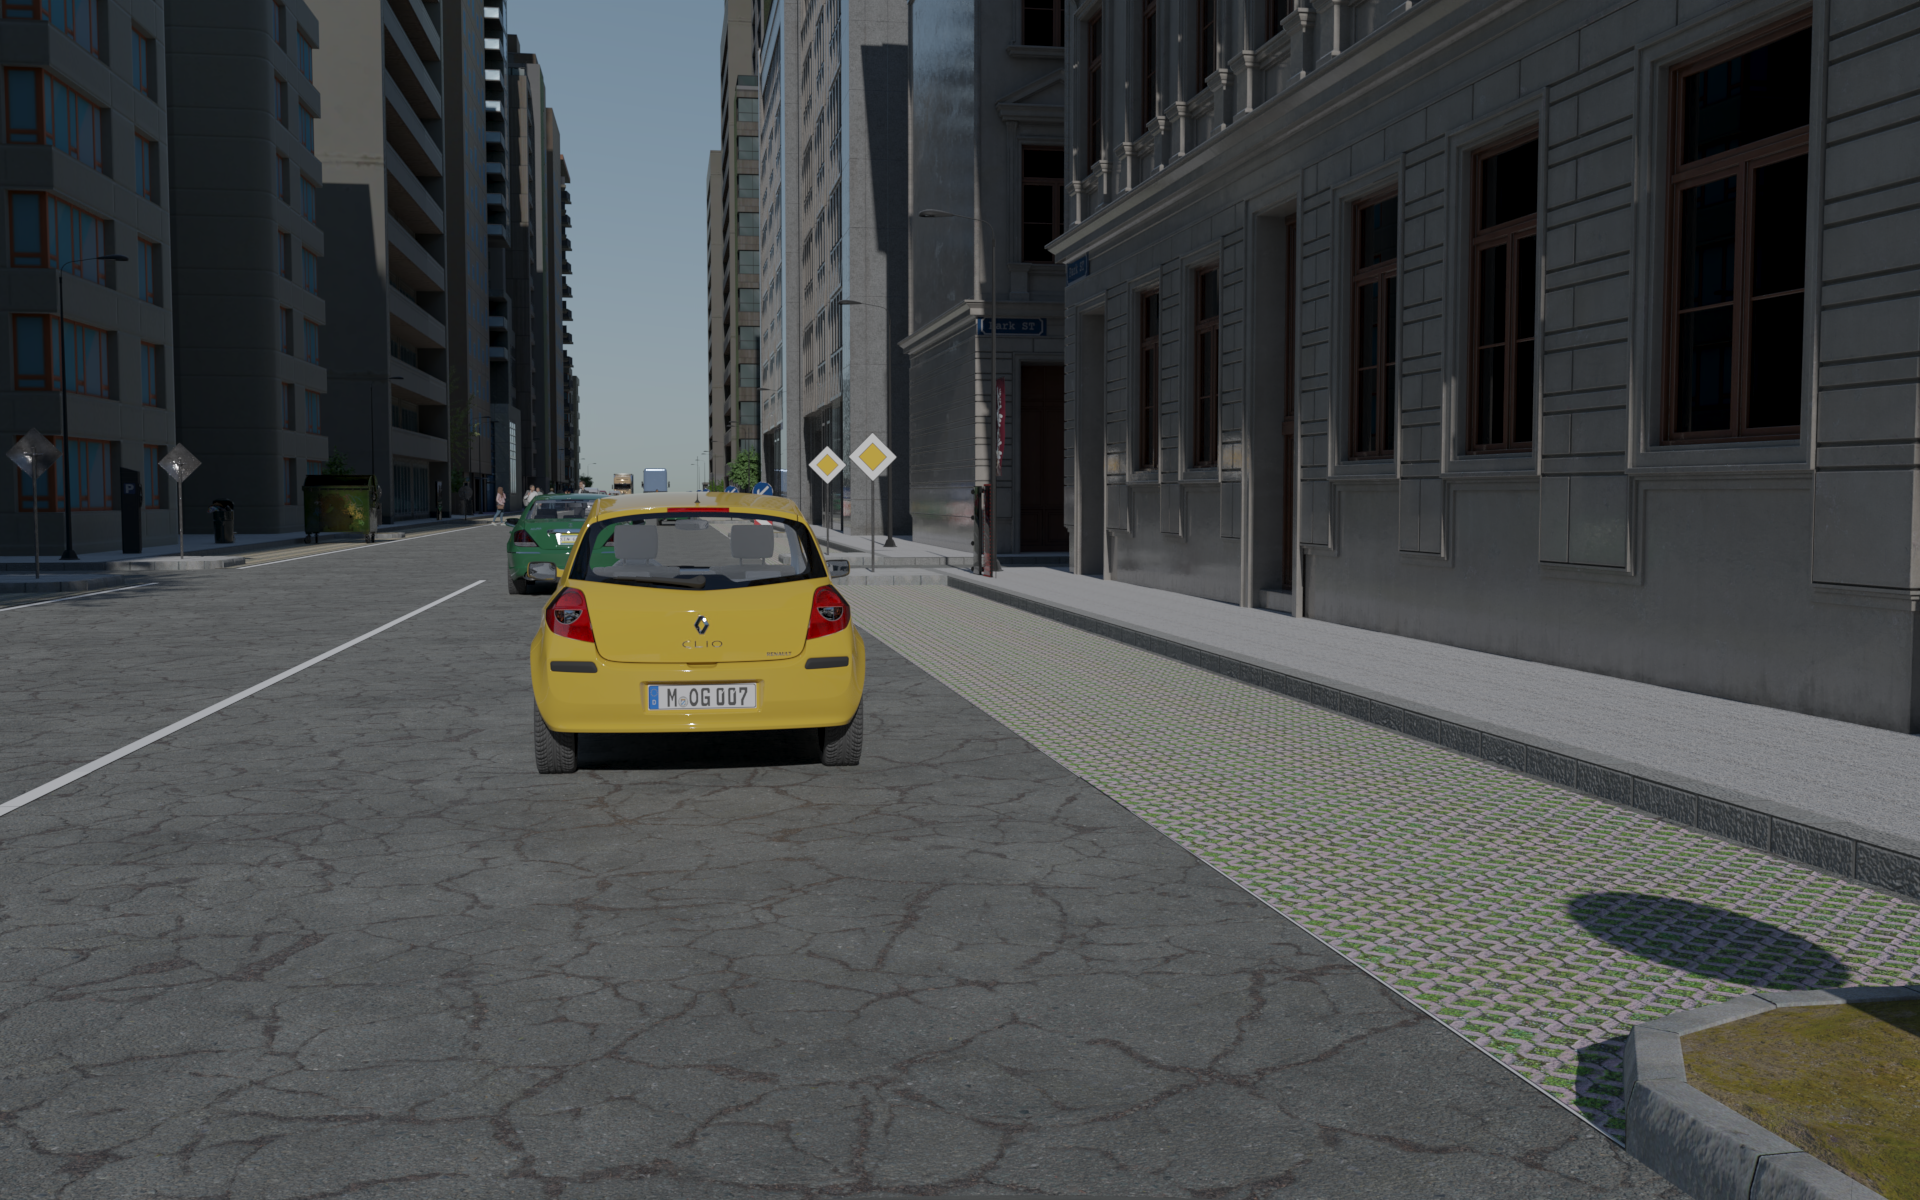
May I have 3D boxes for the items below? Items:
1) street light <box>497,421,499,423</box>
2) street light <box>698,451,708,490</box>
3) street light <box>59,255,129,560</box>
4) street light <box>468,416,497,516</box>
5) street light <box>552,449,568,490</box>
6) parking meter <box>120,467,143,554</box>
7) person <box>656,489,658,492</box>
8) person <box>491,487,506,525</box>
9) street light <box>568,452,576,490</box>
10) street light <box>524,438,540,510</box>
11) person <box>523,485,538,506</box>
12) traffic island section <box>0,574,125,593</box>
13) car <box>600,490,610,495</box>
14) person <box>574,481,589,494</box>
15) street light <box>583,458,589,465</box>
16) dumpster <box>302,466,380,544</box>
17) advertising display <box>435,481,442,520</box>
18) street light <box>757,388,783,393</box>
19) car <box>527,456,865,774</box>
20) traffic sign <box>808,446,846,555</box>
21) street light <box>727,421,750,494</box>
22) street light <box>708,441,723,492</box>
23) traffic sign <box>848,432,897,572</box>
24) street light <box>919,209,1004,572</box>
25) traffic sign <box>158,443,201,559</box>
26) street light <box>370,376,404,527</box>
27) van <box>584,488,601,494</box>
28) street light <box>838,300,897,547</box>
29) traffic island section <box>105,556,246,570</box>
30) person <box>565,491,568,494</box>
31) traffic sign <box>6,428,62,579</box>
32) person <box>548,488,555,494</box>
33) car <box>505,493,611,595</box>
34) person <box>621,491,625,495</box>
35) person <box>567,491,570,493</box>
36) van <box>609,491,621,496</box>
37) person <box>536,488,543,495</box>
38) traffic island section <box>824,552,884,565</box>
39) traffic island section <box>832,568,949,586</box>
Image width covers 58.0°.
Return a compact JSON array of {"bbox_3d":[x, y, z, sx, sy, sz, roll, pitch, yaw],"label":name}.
[{"bbox_3d":[-29.817,-8.382,109.581,1.470,5.913,1.316,-1,4,-10],"label":"street light"},{"bbox_3d":[-28.829,-13.785,197.926,1.470,5.913,1.316,-1,4,-10],"label":"street light"},{"bbox_3d":[-16.819,-3.738,33.654,1.470,5.913,1.316,-1,4,-10],"label":"street light"},{"bbox_3d":[-28.591,-7.988,103.139,1.470,5.913,1.316,-1,4,-10],"label":"street light"},{"bbox_3d":[-41.384,-12.574,178.128,1.470,5.913,1.316,-1,4,-10],"label":"street light"},{"bbox_3d":[-17.815,-1.930,37.263,0.399,1.863,0.255,-1,4,-15],"label":"parking meter"},{"bbox_3d":[-25.237,-8.311,144.345,1.348,1.831,0.705,-1,4,-20],"label":"person"},{"bbox_3d":[-21.052,-4.280,79.063,0.643,1.750,0.593,0,3,0],"label":"person"},{"bbox_3d":[-43.520,-13.369,191.116,1.470,5.913,1.316,-1,4,-10],"label":"street light"},{"bbox_3d":[-35.561,-10.483,143.938,1.470,5.913,1.316,-1,4,-10],"label":"street light"},{"bbox_3d":[-18.911,-4.143,76.334,0.679,1.850,0.850,-1,4,-11],"label":"person"},{"bbox_3d":[-14.017,-0.244,26.274,2.009,0.180,2.903,-1,4,-10],"label":"traffic island section"},{"bbox_3d":[-34.870,-9.688,167.065,2.281,1.827,5.304,-1,4,-11],"label":"car"},{"bbox_3d":[-13.546,-3.300,61.813,0.648,1.900,0.474,-1,4,-18],"label":"person"},{"bbox_3d":[-49.589,-15.501,225.974,1.470,5.913,1.316,-1,4,-10],"label":"street light"},{"bbox_3d":[-17.887,-2.758,50.038,1.985,2.255,1.502,-1,4,-8],"label":"dumpster"},{"bbox_3d":[-25.482,-4.860,84.671,0.123,1.923,0.974,0,4,-4],"label":"advertising display"},{"bbox_3d":[-8.182,-6.324,75.946,1.470,5.913,1.316,-1,4,-10],"label":"street light"},{"bbox_3d":[-1.601,-0.011,10.400,2.015,1.641,3.980,-1,4,-10],"label":"car"},{"bbox_3d":[-2.770,-1.991,36.202,0.795,2.450,0.064,-1,4,-10],"label":"traffic sign"},{"bbox_3d":[-13.961,-8.416,110.144,1.470,5.913,1.316,-1,4,-10],"label":"street light"},{"bbox_3d":[-20.960,-10.912,150.945,1.470,5.913,1.316,-1,4,-10],"label":"street light"},{"bbox_3d":[-1.428,-1.510,28.330,0.795,2.450,0.064,-1,4,-10],"label":"traffic sign"},{"bbox_3d":[0.018,-3.424,28.527,1.470,5.913,1.316,-1,4,-10],"label":"street light"},{"bbox_3d":[-15.337,-1.862,34.088,0.795,2.450,0.064,-1,4,-10],"label":"traffic sign"},{"bbox_3d":[-22.639,-5.863,68.407,1.470,5.913,1.316,-1,4,-10],"label":"street light"},{"bbox_3d":[-24.089,-6.448,112.435,2.013,2.044,4.112,-1,4,-10],"label":"van"},{"bbox_3d":[-2.227,-4.225,41.624,1.470,5.913,1.316,-1,4,-10],"label":"street light"},{"bbox_3d":[-15.359,-0.726,34.146,2.009,0.180,2.903,-1,4,-10],"label":"traffic island section"},{"bbox_3d":[-33.467,-8.441,147.316,0.445,1.727,0.742,0,4,-3],"label":"person"},{"bbox_3d":[-13.996,-1.381,26.216,0.795,2.450,0.064,-1,4,-10],"label":"traffic sign"},{"bbox_3d":[-26.747,-6.422,113.581,1.350,1.814,0.705,1,4,9],"label":"person"},{"bbox_3d":[-5.835,-0.884,26.253,2.131,1.459,4.920,-1,4,-11],"label":"car"},{"bbox_3d":[-40.295,-12.174,207.635,1.350,1.814,0.705,-3,5,-44],"label":"person"},{"bbox_3d":[-33.711,-8.589,149.718,1.217,1.735,0.721,3,4,36],"label":"person"},{"bbox_3d":[-42.519,-12.599,212.999,2.013,2.044,4.112,-1,4,-8],"label":"van"},{"bbox_3d":[-24.624,-5.659,101.123,0.635,1.810,0.391,2,4,24],"label":"person"},{"bbox_3d":[-2.748,-0.856,36.283,2.009,0.180,2.903,-1,4,-10],"label":"traffic island section"},{"bbox_3d":[-1.407,-0.375,28.411,2.009,0.180,2.903,-1,4,-10],"label":"traffic island section"}]
